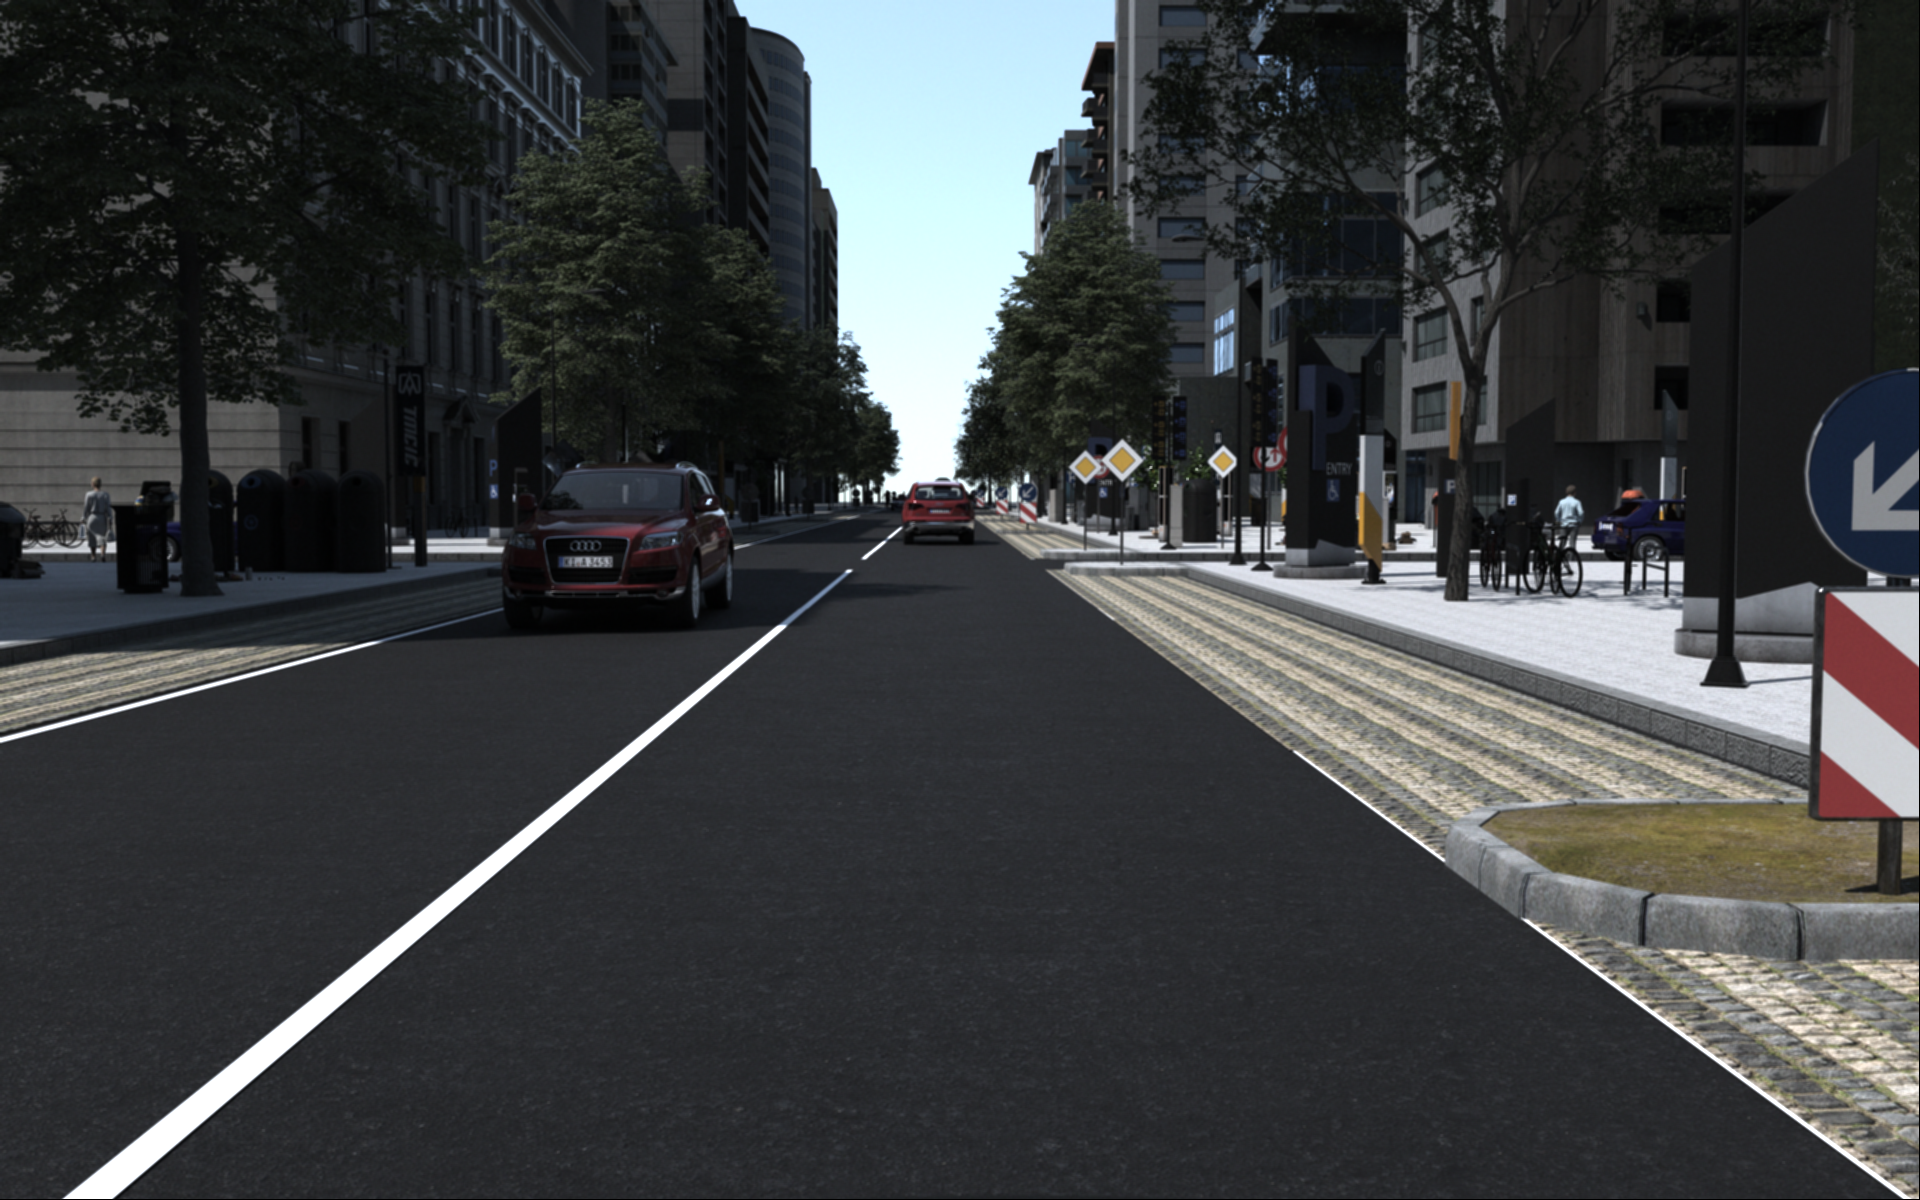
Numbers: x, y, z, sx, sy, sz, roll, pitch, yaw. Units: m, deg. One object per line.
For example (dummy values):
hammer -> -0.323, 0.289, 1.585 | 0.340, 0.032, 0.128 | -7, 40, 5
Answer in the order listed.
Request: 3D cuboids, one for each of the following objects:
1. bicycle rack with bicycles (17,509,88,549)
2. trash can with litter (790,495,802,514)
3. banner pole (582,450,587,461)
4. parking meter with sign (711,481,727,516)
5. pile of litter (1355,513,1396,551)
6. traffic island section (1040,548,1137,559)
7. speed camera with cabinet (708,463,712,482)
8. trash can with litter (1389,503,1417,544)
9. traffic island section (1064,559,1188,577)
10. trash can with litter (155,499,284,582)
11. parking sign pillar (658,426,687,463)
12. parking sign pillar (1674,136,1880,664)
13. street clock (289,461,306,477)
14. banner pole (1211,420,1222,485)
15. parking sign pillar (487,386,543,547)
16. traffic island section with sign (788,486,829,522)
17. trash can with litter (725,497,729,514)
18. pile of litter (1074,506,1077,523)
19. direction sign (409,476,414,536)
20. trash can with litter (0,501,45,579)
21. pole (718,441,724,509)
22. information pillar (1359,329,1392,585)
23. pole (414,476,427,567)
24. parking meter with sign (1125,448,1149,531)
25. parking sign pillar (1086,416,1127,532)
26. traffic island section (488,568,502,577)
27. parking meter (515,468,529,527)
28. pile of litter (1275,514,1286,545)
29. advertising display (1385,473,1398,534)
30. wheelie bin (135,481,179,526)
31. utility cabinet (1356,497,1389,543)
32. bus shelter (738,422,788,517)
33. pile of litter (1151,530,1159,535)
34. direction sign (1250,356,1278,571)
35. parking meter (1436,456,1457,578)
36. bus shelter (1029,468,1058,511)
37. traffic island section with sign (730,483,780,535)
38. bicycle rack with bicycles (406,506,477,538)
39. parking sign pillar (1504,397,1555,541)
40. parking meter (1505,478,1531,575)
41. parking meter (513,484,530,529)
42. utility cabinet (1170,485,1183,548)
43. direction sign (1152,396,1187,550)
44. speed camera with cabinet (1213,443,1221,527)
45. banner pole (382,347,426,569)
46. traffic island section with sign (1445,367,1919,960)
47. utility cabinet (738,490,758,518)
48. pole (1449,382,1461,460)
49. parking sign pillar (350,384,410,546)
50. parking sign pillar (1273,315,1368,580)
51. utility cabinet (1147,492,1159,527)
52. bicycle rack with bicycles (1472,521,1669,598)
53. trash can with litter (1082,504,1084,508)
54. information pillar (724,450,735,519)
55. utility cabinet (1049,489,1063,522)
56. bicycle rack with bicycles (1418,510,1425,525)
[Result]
bicycle rack with bicycles -> -22.050, -1.701, 41.186 | 2.852, 0.926, 2.925 | 3, 5, 41
trash can with litter -> -10.528, -6.242, 113.113 | 1.678, 1.210, 2.233 | 0, 3, 0
banner pole -> -15.839, -5.082, 73.103 | 0.401, 3.779, 0.863 | 0, 4, 6
parking meter with sign -> -14.417, -6.528, 102.999 | 0.543, 3.016, 1.738 | -3, 5, -43
pile of litter -> 9.435, -1.579, 39.780 | 1.176, 0.858, 1.719 | 0, 4, 8
traffic island section -> 2.861, -1.041, 39.299 | 2.009, 0.180, 2.903 | 0, 4, -1
speed camera with cabinet -> -16.220, -7.025, 109.193 | 0.660, 3.252, 2.038 | -2, 4, -28
trash can with litter -> 11.184, -2.032, 44.605 | 1.055, 1.170, 0.624 | 0, 4, -6
traffic island section -> 2.943, -0.552, 31.314 | 2.009, 0.180, 2.903 | 0, 4, -1
trash can with litter -> -11.384, -0.901, 25.782 | 2.233, 1.210, 1.678 | 1, 4, 19
parking sign pillar -> -10.737, -4.708, 65.442 | 1.447, 3.967, 1.447 | 1, 4, 13
parking sign pillar -> 6.460, -1.540, 13.655 | 1.447, 3.967, 1.447 | 2, 4, 30
street clock -> -14.638, -2.064, 38.324 | 0.358, 2.002, 0.471 | -3, 5, -41
banner pole -> 8.669, -4.205, 58.773 | 0.401, 3.779, 0.863 | -1, 4, -21
parking sign pillar -> -10.978, -3.322, 42.795 | 1.447, 3.967, 1.447 | 3, 5, 41
traffic island section with sign -> -7.744, -4.911, 88.917 | 1.989, 1.847, 2.006 | 0, 4, -1
trash can with litter -> -11.027, -4.101, 78.442 | 1.055, 1.170, 0.624 | -2, 4, -28
pile of litter -> 5.522, -3.788, 75.897 | 1.176, 0.858, 1.719 | 2, 4, 25
direction sign -> -16.855, -3.760, 53.467 | 0.876, 3.537, 0.379 | 2, 4, 33
trash can with litter -> -14.412, -0.923, 26.473 | 1.055, 1.170, 0.624 | 2, 4, 27
pole -> -9.110, -4.419, 66.093 | 0.158, 3.312, 0.155 | 0, 3, 0
information pillar -> 5.840, -2.029, 24.532 | 0.504, 3.616, 0.183 | -3, 5, -43
pole -> -9.535, -2.245, 30.546 | 0.158, 3.312, 0.155 | 0, 3, 0
parking meter with sign -> 6.305, -3.985, 61.410 | 0.543, 3.016, 1.738 | 2, 4, 34
parking sign pillar -> 4.985, -4.328, 59.234 | 1.447, 3.967, 1.447 | 2, 4, 34
traffic island section -> -7.148, -0.546, 31.215 | 2.009, 0.180, 2.903 | 0, 4, -1
parking meter -> -9.692, -1.995, 38.333 | 0.255, 1.863, 0.399 | -1, 4, -21
pile of litter -> 8.545, -1.805, 43.473 | 1.176, 0.858, 1.719 | 0, 4, -4
advertising display -> 13.467, -2.990, 54.107 | 0.123, 1.923, 0.974 | 0, 4, -2
wheelie bin -> -19.435, -2.087, 42.026 | 0.980, 1.594, 0.693 | -3, 5, -44
utility cabinet -> 9.767, -1.859, 41.554 | 1.020, 1.237, 0.306 | 1, 4, 14
bus shelter -> -11.330, -7.429, 99.089 | 2.179, 5.291, 8.768 | 0, 4, -1
pile of litter -> 6.507, -2.425, 53.618 | 1.176, 0.858, 1.719 | 0, 4, 6
direction sign -> 5.065, -2.258, 28.919 | 0.379, 3.537, 0.876 | 3, 4, 38
parking meter -> 7.550, -1.279, 26.622 | 0.399, 1.863, 0.255 | 1, 4, 9
bus shelter -> 5.357, -7.186, 111.417 | 2.014, 3.302, 5.546 | 0, 4, 0
traffic island section with sign -> -7.470, -3.249, 61.742 | 1.989, 1.847, 2.006 | 0, 4, -1
bicycle rack with bicycles -> -15.427, -2.282, 50.699 | 2.852, 0.926, 2.925 | 0, 4, -2
parking sign pillar -> 15.888, -3.661, 48.322 | 1.447, 3.967, 1.447 | 1, 4, 18
parking meter -> 8.908, -1.176, 27.644 | 0.372, 1.533, 0.369 | 0, 3, 0
parking meter -> -10.353, -1.986, 40.887 | 0.372, 1.533, 0.369 | 0, 3, 0
utility cabinet -> 5.166, -2.005, 41.459 | 0.318, 1.500, 1.173 | 0, 4, 5
direction sign -> 4.826, -2.937, 40.016 | 0.876, 3.537, 0.379 | -1, 4, -20
speed camera with cabinet -> 9.949, -4.423, 66.645 | 0.660, 3.252, 2.038 | 1, 4, 12
banner pole -> -9.580, -2.428, 29.721 | 0.863, 3.779, 0.401 | -1, 4, -10
traffic island section with sign -> 2.873, 0.147, 6.232 | 1.989, 1.847, 2.006 | 0, 4, -1
utility cabinet -> -11.321, -5.131, 92.574 | 1.173, 1.500, 0.318 | 3, 4, 36
pole -> 8.991, -2.303, 31.502 | 0.158, 3.312, 0.155 | 0, 3, 0
parking sign pillar -> -14.428, -3.331, 42.935 | 1.447, 3.967, 1.447 | 1, 4, 20
parking sign pillar -> 5.555, -2.329, 26.557 | 1.447, 3.967, 1.447 | -3, 5, -44
utility cabinet -> 7.142, -3.597, 67.487 | 1.173, 1.500, 0.318 | 3, 4, 36
bicycle rack with bicycles -> 7.953, -0.553, 22.425 | 2.852, 0.926, 2.925 | 1, 4, 14
trash can with litter -> 5.010, -3.161, 63.068 | 1.055, 1.170, 0.624 | -1, 4, -13
information pillar -> -11.708, -5.904, 87.891 | 0.504, 3.616, 0.183 | 0, 4, -3
utility cabinet -> 4.403, -4.248, 78.140 | 0.318, 1.500, 1.173 | 2, 4, 28
bicycle rack with bicycles -> 21.023, -3.632, 72.763 | 2.925, 0.926, 2.852 | 2, 4, 31
